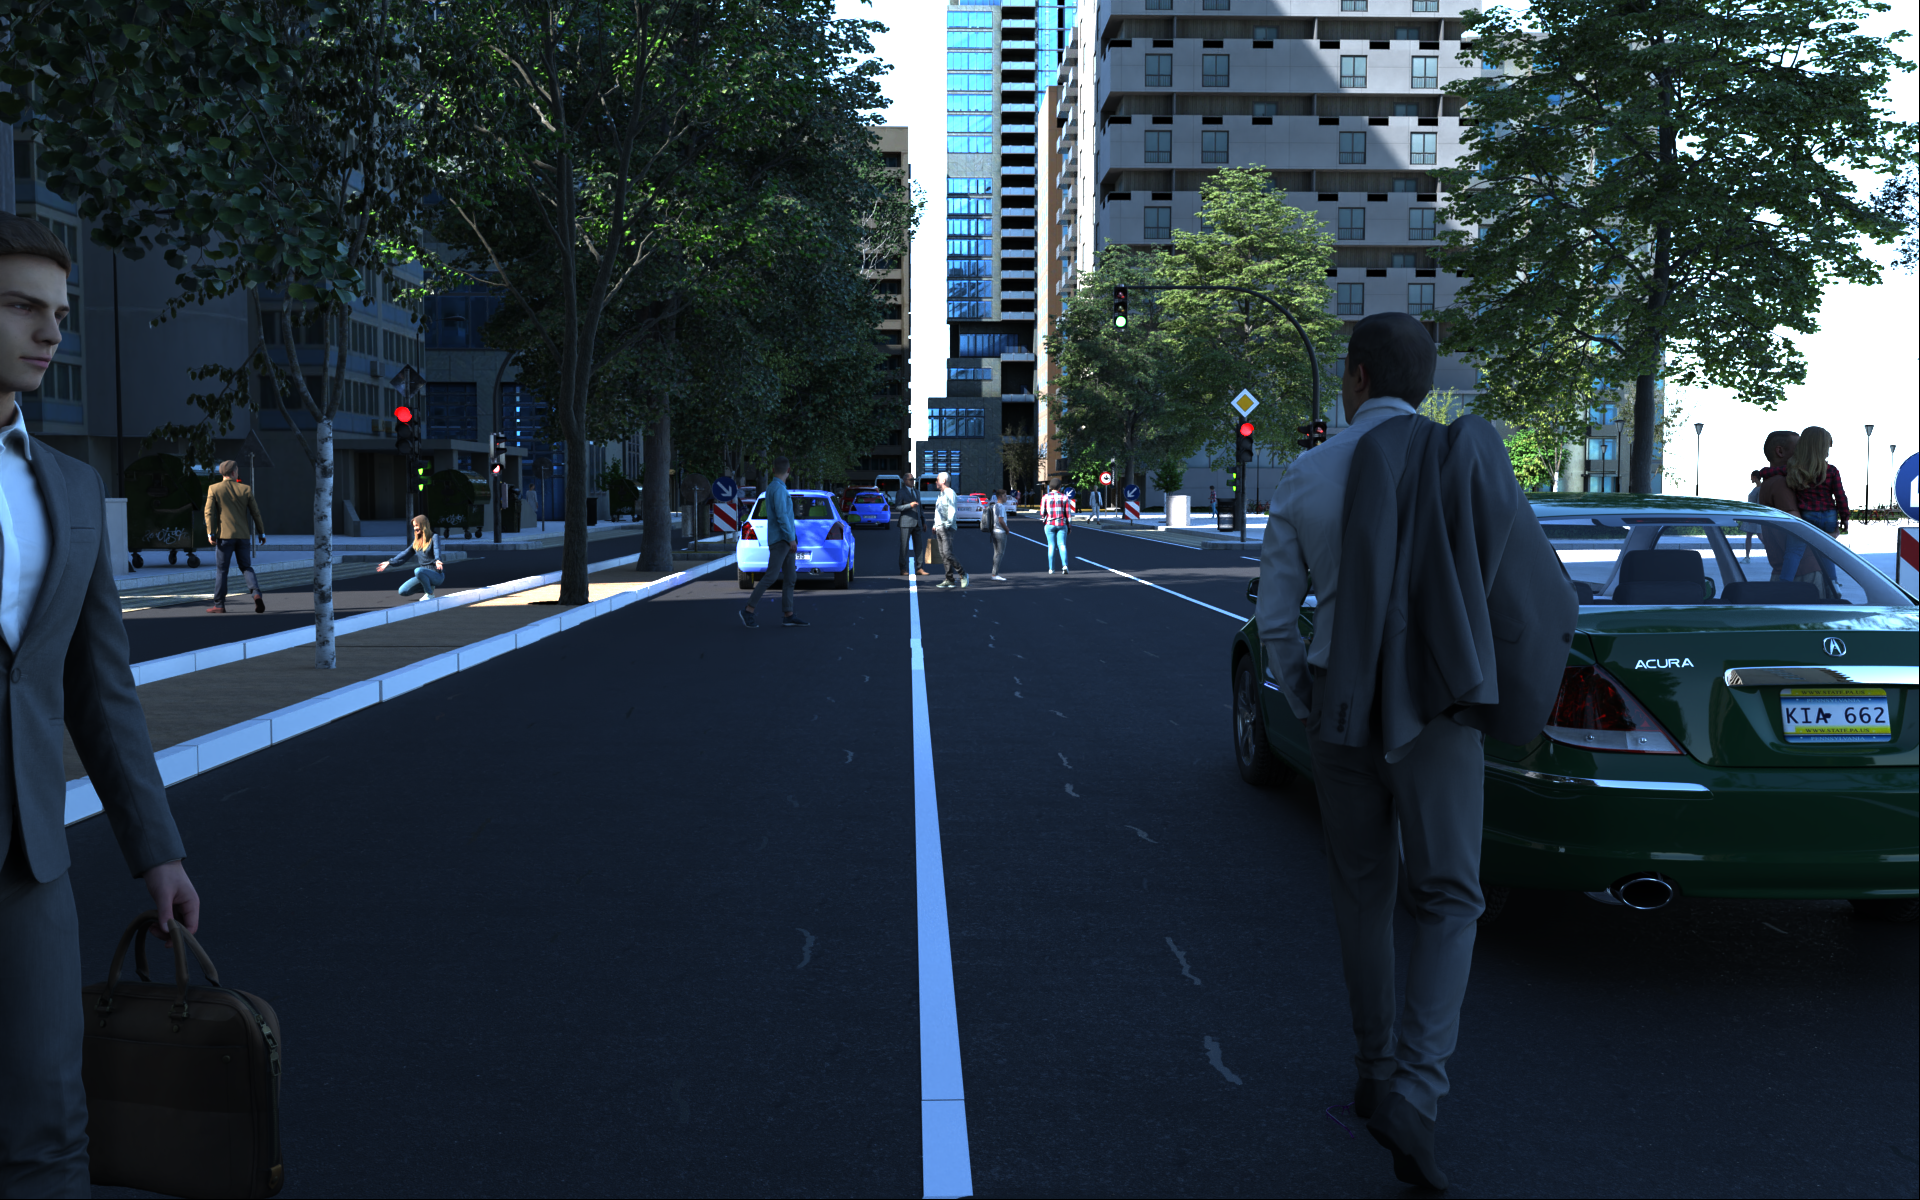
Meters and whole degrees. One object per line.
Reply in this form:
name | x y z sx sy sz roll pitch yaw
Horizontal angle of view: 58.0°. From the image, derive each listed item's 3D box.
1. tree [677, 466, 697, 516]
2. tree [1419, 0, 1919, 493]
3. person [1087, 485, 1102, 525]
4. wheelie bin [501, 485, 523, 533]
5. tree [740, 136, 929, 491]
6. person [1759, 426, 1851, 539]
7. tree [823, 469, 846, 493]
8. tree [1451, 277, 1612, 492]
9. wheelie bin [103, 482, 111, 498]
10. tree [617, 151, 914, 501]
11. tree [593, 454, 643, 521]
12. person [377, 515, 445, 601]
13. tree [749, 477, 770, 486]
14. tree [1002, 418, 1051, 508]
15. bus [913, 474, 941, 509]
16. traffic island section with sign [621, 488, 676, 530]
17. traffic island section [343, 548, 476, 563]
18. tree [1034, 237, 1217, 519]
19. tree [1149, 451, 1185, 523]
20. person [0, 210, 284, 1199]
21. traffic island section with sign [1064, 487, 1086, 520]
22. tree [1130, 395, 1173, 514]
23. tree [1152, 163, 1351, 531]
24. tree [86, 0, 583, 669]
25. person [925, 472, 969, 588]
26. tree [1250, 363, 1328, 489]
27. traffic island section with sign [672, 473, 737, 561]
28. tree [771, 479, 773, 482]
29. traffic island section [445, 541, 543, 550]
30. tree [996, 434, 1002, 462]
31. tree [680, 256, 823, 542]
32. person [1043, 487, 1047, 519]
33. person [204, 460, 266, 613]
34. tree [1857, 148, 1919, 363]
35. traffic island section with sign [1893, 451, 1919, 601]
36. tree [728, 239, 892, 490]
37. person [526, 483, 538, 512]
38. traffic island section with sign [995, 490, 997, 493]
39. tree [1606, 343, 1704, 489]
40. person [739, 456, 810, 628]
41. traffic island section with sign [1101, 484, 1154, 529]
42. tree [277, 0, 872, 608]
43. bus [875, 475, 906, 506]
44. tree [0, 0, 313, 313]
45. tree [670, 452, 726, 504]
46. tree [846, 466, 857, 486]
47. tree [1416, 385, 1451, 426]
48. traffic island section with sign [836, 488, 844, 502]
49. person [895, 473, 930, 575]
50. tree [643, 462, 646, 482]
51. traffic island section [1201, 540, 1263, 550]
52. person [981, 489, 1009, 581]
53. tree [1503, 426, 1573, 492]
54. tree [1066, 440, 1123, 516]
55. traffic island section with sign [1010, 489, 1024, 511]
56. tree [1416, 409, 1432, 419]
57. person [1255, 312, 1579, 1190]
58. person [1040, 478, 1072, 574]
tree | -16.051 -6.655 103.412 1.663 3.219 1.824 0 3 0
tree | 11.618 -6.724 28.060 7.486 12.596 7.792 0 3 0
person | 6.251 -4.401 80.335 0.514 1.842 0.818 -3 5 -39
wheelie bin | -14.917 -3.036 57.540 0.693 1.594 0.980 0 4 3
tree | -8.378 -14.046 88.005 12.611 20.169 13.585 0 3 0
person | 4.927 -0.107 10.217 0.573 1.828 0.580 -2 4 -31
tree | -6.473 -6.675 61.954 4.737 8.622 4.395 0 3 0
tree | 19.992 -6.616 58.528 4.737 8.622 4.395 0 3 0
wheelie bin | -22.393 -2.250 44.700 0.693 1.594 0.980 3 4 37
tree | -6.275 -8.263 54.572 9.611 12.733 9.660 0 3 0
tree | -16.444 -5.385 82.651 1.663 3.219 1.824 0 3 0
person | -7.199 -0.564 23.225 1.012 1.151 0.738 2 4 33
tree | -18.366 -9.958 157.409 1.663 3.219 1.824 0 3 0
tree | 6.496 -13.125 164.963 4.360 8.622 3.978 0 3 0
bus | -2.926 -10.517 166.809 2.948 3.499 13.247 0 4 -3
traffic island section with sign | -12.583 -3.763 70.151 1.989 1.847 2.006 0 4 -2
traffic island section | -11.927 -0.933 37.543 2.009 0.180 2.903 0 4 -2
tree | 8.638 -11.048 87.284 9.857 13.997 8.962 0 3 0
tree | 9.272 -5.080 77.661 1.663 3.219 1.824 0 3 0
person | -1.457 0.367 2.471 0.822 1.834 0.622 1 4 14
traffic island section with sign | 6.009 -5.444 97.642 1.989 1.847 2.006 0 4 -2
tree | 13.097 -9.913 112.446 4.360 8.622 3.978 0 3 0
tree | 10.102 -8.684 60.115 7.486 12.596 7.792 0 3 0
tree | -5.212 -3.750 14.139 4.360 8.622 3.978 0 3 0
person | -0.207 -1.081 26.661 0.515 1.767 0.782 -1 4 -22
tree | 17.235 -8.599 90.956 4.737 8.622 4.395 0 3 0
traffic island section with sign | -5.873 -1.824 37.958 2.006 1.907 1.989 0 4 -2
tree | -18.881 -10.924 173.202 1.663 3.219 1.824 0 3 0
traffic island section | -12.168 -1.422 45.524 2.009 0.180 2.903 0 4 -2
tree | 5.710 -14.161 181.890 4.360 8.622 3.978 0 3 0
tree | -6.168 -5.787 47.436 4.737 8.622 4.395 0 3 0
person | 4.596 -5.019 90.838 0.573 1.790 0.520 -1 4 -21
person | -8.711 -0.761 20.857 0.836 1.842 0.656 1 4 23
tree | 21.292 -5.933 31.411 8.767 10.594 7.601 0 4 1
traffic island section with sign | 8.475 -0.459 16.133 1.989 1.847 2.006 0 4 -2
tree | -6.906 -9.528 76.369 7.486 12.596 7.792 0 3 0
person | -17.938 -4.029 72.663 0.466 1.731 0.760 -2 4 -30
traffic island section with sign | 3.636 -10.282 176.734 1.989 1.847 2.006 0 4 -2
tree | 30.906 -7.782 77.595 4.360 8.622 3.978 0 3 0
person | -2.009 -0.634 18.734 0.748 1.841 0.638 0 4 0
traffic island section with sign | 6.815 -3.796 70.699 1.989 1.847 2.006 0 4 -2
tree | -4.860 -5.729 21.876 9.928 11.665 9.643 0 3 0
bus | -6.974 -10.949 173.882 2.948 3.499 13.247 0 4 0
tree | -4.645 -5.894 5.479 9.857 13.997 8.962 0 3 0
tree | -16.137 -7.507 106.458 4.285 4.588 4.351 0 3 0
tree | -7.838 -9.357 105.811 4.737 8.622 4.395 0 3 0
tree | 32.732 -10.170 116.637 4.737 8.622 4.395 0 3 0
traffic island section with sign | -8.360 -6.870 120.467 2.006 1.907 1.989 0 4 -2
person | -0.820 -1.334 30.488 0.661 1.801 0.590 -3 5 -43
tree | -16.779 -5.995 92.613 1.663 3.219 1.824 0 3 0
traffic island section | 7.565 -1.458 46.112 2.009 0.180 2.903 0 4 -2
person | 0.626 -1.076 28.695 0.503 1.515 0.523 3 4 37
tree | 25.677 -5.738 77.529 4.285 4.588 4.351 0 3 0
tree | 7.900 -7.322 103.428 4.285 4.588 4.351 0 3 0
traffic island section with sign | 4.473 -8.568 148.706 1.989 1.847 2.006 0 4 -2
tree | 28.092 -9.747 109.729 4.360 8.622 3.978 0 3 0
person | 0.981 0.295 3.770 0.679 1.850 0.850 1 4 19
person | 1.724 -1.332 31.110 0.563 1.720 0.643 0 4 2
